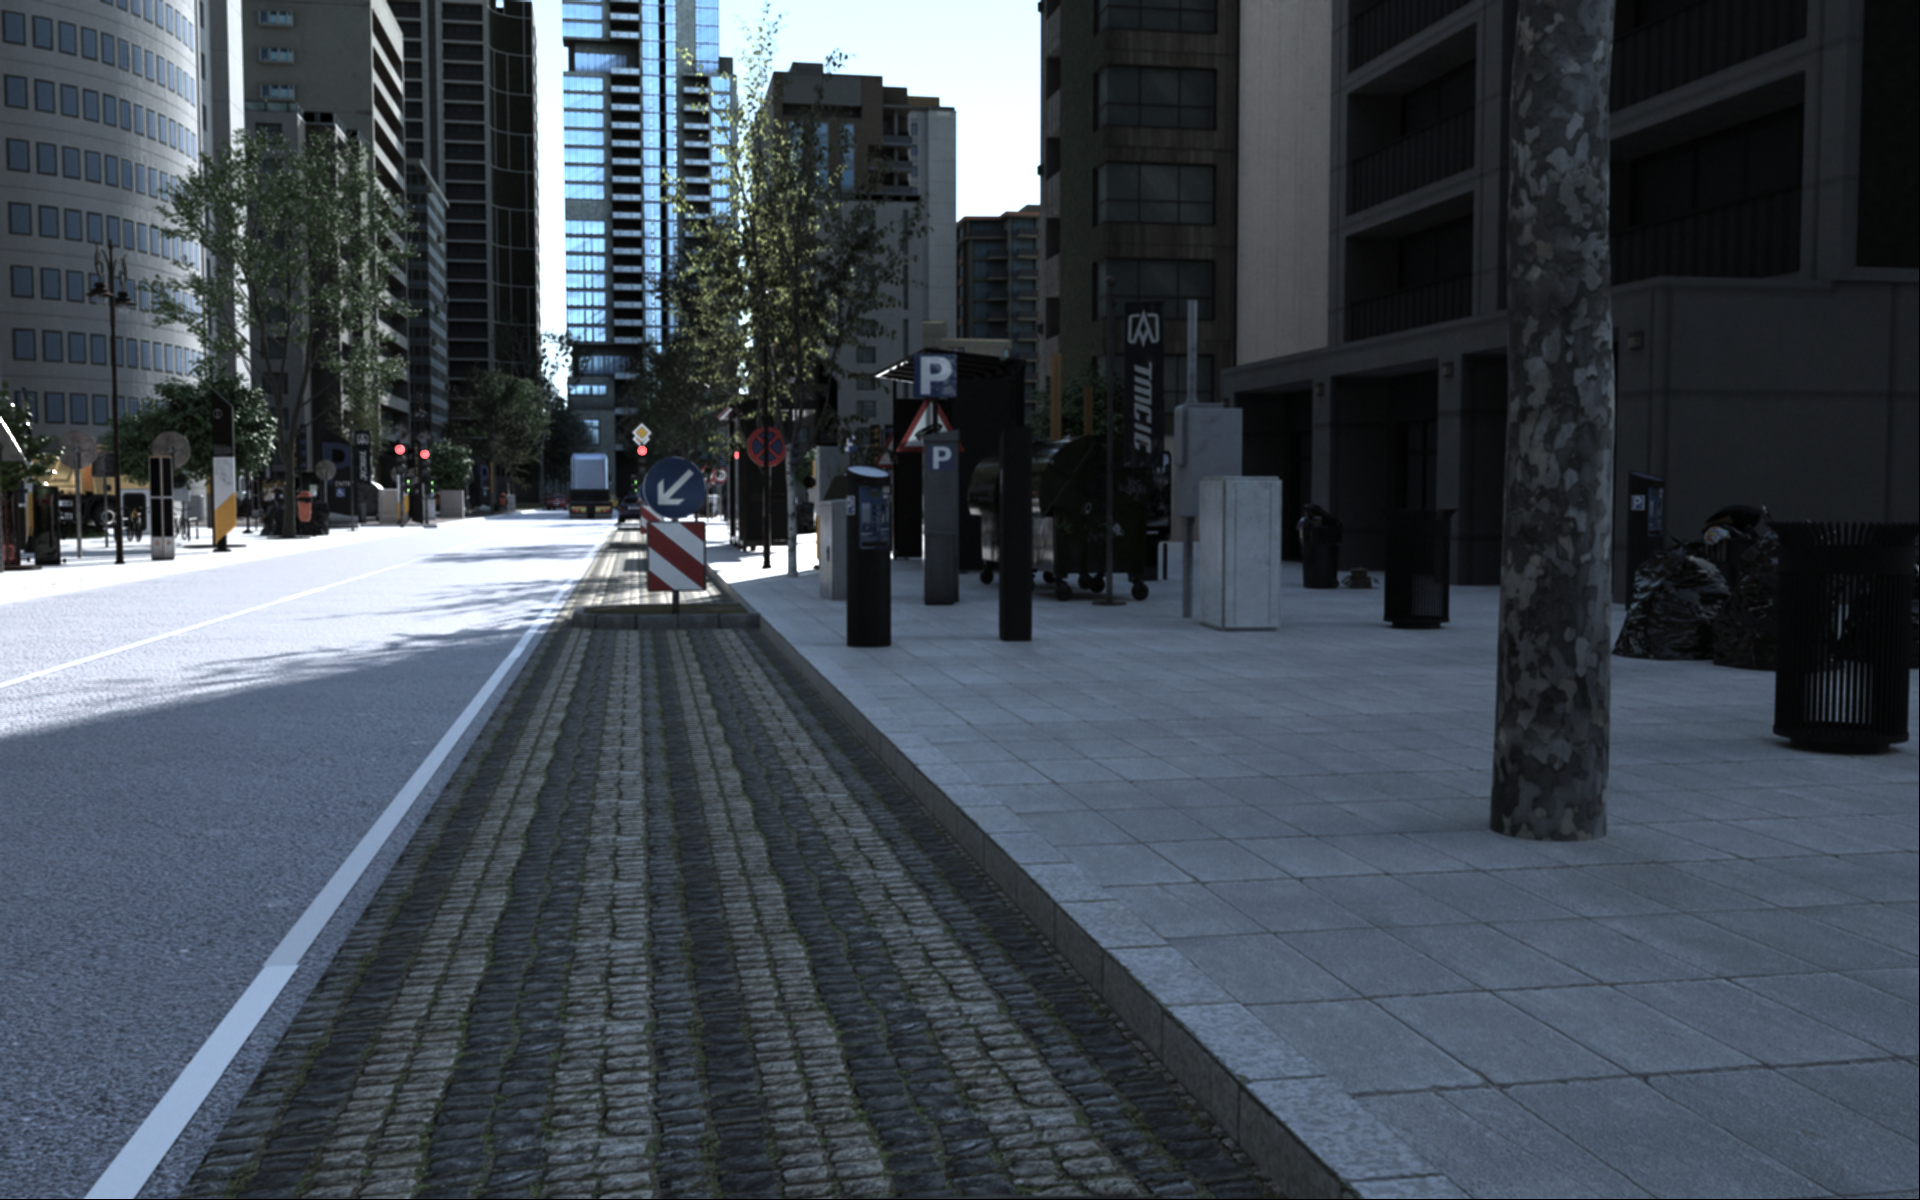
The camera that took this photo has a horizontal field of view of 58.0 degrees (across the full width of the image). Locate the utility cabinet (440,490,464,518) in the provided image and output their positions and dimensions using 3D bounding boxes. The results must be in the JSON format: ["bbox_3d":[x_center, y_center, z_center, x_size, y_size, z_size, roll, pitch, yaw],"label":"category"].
[{"bbox_3d":[-26.722,-5.043,91.139,1.173,1.500,0.318,0,4,-2],"label":"utility cabinet"}]

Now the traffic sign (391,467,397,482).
[{"bbox_3d":[-25.060,-4.729,77.432,0.768,2.556,0.104,0,4,-5],"label":"traffic sign"}]

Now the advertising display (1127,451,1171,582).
[{"bbox_3d":[2.786,-1.250,25.646,0.123,1.923,0.974,3,5,43],"label":"advertising display"}]

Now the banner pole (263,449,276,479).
[{"bbox_3d":[-38.051,-6.461,95.652,0.863,3.779,0.401,-2,4,-30],"label":"banner pole"}]

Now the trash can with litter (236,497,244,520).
[{"bbox_3d":[-36.315,-4.553,85.495,1.678,1.210,2.233,2,4,30],"label":"trash can with litter"}]

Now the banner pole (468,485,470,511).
[{"bbox_3d":[-37.481,-8.667,131.715,0.401,3.779,0.863,-3,5,-43],"label":"banner pole"}]

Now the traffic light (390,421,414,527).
[{"bbox_3d":[-21.412,-4.741,66.439,0.839,4.253,0.868,-1,4,-11],"label":"traffic light"}]

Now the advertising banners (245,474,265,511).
[{"bbox_3d":[-40.829,-6.374,100.399,2.074,3.025,0.090,2,4,33],"label":"advertising banners"}]

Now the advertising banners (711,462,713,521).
[{"bbox_3d":[-11.948,-5.332,83.364,0.090,3.025,2.074,-1,4,-8],"label":"advertising banners"}]

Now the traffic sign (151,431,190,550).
[{"bbox_3d":[-15.925,-2.132,34.967,0.768,2.556,0.104,0,4,-3],"label":"traffic sign"}]

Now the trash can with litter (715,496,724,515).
[{"bbox_3d":[-14.414,-5.708,104.718,0.624,1.170,1.055,1,4,15],"label":"trash can with litter"}]

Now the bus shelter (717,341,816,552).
[{"bbox_3d":[-4.809,-3.974,42.607,2.179,5.291,8.768,-1,4,-10],"label":"bus shelter"}]

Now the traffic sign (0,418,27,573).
[{"bbox_3d":[-15.674,-1.727,28.248,0.884,2.594,0.081,0,4,-1],"label":"traffic sign"}]

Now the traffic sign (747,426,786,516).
[{"bbox_3d":[-3.604,-1.979,32.466,0.768,2.556,0.104,0,4,-1],"label":"traffic sign"}]

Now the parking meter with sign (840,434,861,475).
[{"bbox_3d":[-3.201,-3.254,49.461,0.543,3.016,1.738,0,4,3],"label":"parking meter with sign"}]

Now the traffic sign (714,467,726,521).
[{"bbox_3d":[-11.212,-4.958,81.176,0.768,2.556,0.104,0,4,-4],"label":"traffic sign"}]

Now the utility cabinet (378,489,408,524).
[{"bbox_3d":[-24.428,-4.036,74.668,1.173,1.500,0.318,-3,5,-43],"label":"utility cabinet"}]

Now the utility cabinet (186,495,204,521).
[{"bbox_3d":[-36.219,-4.313,81.681,1.020,1.237,0.306,1,4,11],"label":"utility cabinet"}]

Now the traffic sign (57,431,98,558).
[{"bbox_3d":[-17.700,-2.119,34.747,0.768,2.556,0.104,-1,4,-9],"label":"traffic sign"}]

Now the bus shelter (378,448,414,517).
[{"bbox_3d":[-29.111,-6.078,90.652,1.731,3.624,6.357,-1,4,-11],"label":"bus shelter"}]

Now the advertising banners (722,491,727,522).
[{"bbox_3d":[-10.608,-5.118,79.871,0.090,3.025,2.074,-2,4,-25],"label":"advertising banners"}]

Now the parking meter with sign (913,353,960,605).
[{"bbox_3d":[-0.260,-1.498,20.753,0.543,3.016,1.738,0,4,-3],"label":"parking meter with sign"}]

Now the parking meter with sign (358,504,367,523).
[{"bbox_3d":[-26.736,-4.866,75.821,0.543,3.016,1.738,1,4,20],"label":"parking meter with sign"}]

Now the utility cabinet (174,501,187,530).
[{"bbox_3d":[-27.734,-3.206,61.098,0.318,1.500,1.173,0,4,2],"label":"utility cabinet"}]

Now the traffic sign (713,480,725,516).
[{"bbox_3d":[-14.226,-6.257,102.406,0.768,2.556,0.104,0,4,-2],"label":"traffic sign"}]

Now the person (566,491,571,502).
[{"bbox_3d":[-43.330,-11.265,192.689,1.348,1.823,0.705,1,4,10],"label":"person"}]

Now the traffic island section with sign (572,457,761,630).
[{"bbox_3d":[-3.266,-0.642,19.129,1.989,1.847,2.006,-1,4,-11],"label":"traffic island section with sign"}]

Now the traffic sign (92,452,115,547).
[{"bbox_3d":[-20.615,-2.426,41.788,0.606,2.300,0.079,0,4,-8],"label":"traffic sign"}]

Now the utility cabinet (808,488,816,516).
[{"bbox_3d":[-4.923,-3.330,63.119,1.173,1.500,0.318,1,4,18],"label":"utility cabinet"}]

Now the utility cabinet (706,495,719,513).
[{"bbox_3d":[-15.651,-6.021,109.602,0.306,1.237,1.020,2,4,24],"label":"utility cabinet"}]

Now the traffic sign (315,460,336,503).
[{"bbox_3d":[-23.495,-3.917,64.144,0.768,2.556,0.104,0,4,-2],"label":"traffic sign"}]

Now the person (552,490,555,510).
[{"bbox_3d":[-37.585,-9.278,160.175,0.705,1.826,1.348,0,4,-8],"label":"person"}]

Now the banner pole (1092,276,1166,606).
[{"bbox_3d":[1.949,-1.828,19.903,0.863,3.779,0.401,1,4,20],"label":"banner pole"}]

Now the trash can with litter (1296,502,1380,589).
[{"bbox_3d":[5.166,-0.753,23.691,1.055,1.170,0.624,0,4,1],"label":"trash can with litter"}]

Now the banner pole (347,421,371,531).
[{"bbox_3d":[-20.777,-4.271,59.841,0.863,3.779,0.401,-1,4,-20],"label":"banner pole"}]

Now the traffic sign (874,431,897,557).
[{"bbox_3d":[-1.355,-2.165,35.397,0.884,2.594,0.081,-1,4,-10],"label":"traffic sign"}]

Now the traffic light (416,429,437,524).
[{"bbox_3d":[-22.884,-5.221,74.288,0.839,4.253,0.868,-1,4,-11],"label":"traffic light"}]

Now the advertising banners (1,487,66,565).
[{"bbox_3d":[-17.190,-2.141,31.200,2.074,3.025,0.090,0,4,2],"label":"advertising banners"}]

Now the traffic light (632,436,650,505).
[{"bbox_3d":[-13.980,-5.324,75.966,0.839,4.253,0.868,-1,4,-11],"label":"traffic light"}]

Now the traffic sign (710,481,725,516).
[{"bbox_3d":[-14.448,-6.311,103.184,0.884,2.594,0.081,-1,4,-9],"label":"traffic sign"}]

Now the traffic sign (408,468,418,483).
[{"bbox_3d":[-26.510,-5.135,84.057,0.768,2.556,0.104,0,4,-2],"label":"traffic sign"}]

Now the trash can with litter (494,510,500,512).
[{"bbox_3d":[-32.888,-6.756,121.514,2.233,1.210,1.678,-3,5,-43],"label":"trash can with litter"}]

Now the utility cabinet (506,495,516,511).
[{"bbox_3d":[-33.685,-7.215,129.125,1.020,1.237,0.306,-1,4,-22],"label":"utility cabinet"}]

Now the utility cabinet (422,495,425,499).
[{"bbox_3d":[-42.714,-7.759,138.015,0.306,1.237,1.020,0,4,-3],"label":"utility cabinet"}]

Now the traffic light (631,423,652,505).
[{"bbox_3d":[-12.509,-4.844,68.118,0.839,4.253,0.868,-1,4,-11],"label":"traffic light"}]

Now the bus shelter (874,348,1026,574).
[{"bbox_3d":[-0.261,-2.430,31.013,1.731,3.624,6.357,-1,4,-11],"label":"bus shelter"}]

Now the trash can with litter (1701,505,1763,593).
[{"bbox_3d":[7.644,-0.372,17.477,0.624,1.170,1.055,0,4,2],"label":"trash can with litter"}]

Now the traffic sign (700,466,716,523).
[{"bbox_3d":[-11.361,-4.762,77.964,0.768,2.556,0.104,0,4,-4],"label":"traffic sign"}]

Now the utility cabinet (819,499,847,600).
[{"bbox_3d":[-1.526,-0.625,21.376,0.306,1.237,1.020,-1,4,-14],"label":"utility cabinet"}]

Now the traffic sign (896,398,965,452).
[{"bbox_3d":[-0.378,-1.345,21.992,0.884,2.594,0.081,-1,4,-8],"label":"traffic sign"}]

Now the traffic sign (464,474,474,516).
[{"bbox_3d":[-28.564,-6.132,100.357,0.768,2.556,0.104,0,4,-4],"label":"traffic sign"}]

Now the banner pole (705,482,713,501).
[{"bbox_3d":[-19.643,-8.873,135.087,0.863,3.779,0.401,-2,4,-27],"label":"banner pole"}]
